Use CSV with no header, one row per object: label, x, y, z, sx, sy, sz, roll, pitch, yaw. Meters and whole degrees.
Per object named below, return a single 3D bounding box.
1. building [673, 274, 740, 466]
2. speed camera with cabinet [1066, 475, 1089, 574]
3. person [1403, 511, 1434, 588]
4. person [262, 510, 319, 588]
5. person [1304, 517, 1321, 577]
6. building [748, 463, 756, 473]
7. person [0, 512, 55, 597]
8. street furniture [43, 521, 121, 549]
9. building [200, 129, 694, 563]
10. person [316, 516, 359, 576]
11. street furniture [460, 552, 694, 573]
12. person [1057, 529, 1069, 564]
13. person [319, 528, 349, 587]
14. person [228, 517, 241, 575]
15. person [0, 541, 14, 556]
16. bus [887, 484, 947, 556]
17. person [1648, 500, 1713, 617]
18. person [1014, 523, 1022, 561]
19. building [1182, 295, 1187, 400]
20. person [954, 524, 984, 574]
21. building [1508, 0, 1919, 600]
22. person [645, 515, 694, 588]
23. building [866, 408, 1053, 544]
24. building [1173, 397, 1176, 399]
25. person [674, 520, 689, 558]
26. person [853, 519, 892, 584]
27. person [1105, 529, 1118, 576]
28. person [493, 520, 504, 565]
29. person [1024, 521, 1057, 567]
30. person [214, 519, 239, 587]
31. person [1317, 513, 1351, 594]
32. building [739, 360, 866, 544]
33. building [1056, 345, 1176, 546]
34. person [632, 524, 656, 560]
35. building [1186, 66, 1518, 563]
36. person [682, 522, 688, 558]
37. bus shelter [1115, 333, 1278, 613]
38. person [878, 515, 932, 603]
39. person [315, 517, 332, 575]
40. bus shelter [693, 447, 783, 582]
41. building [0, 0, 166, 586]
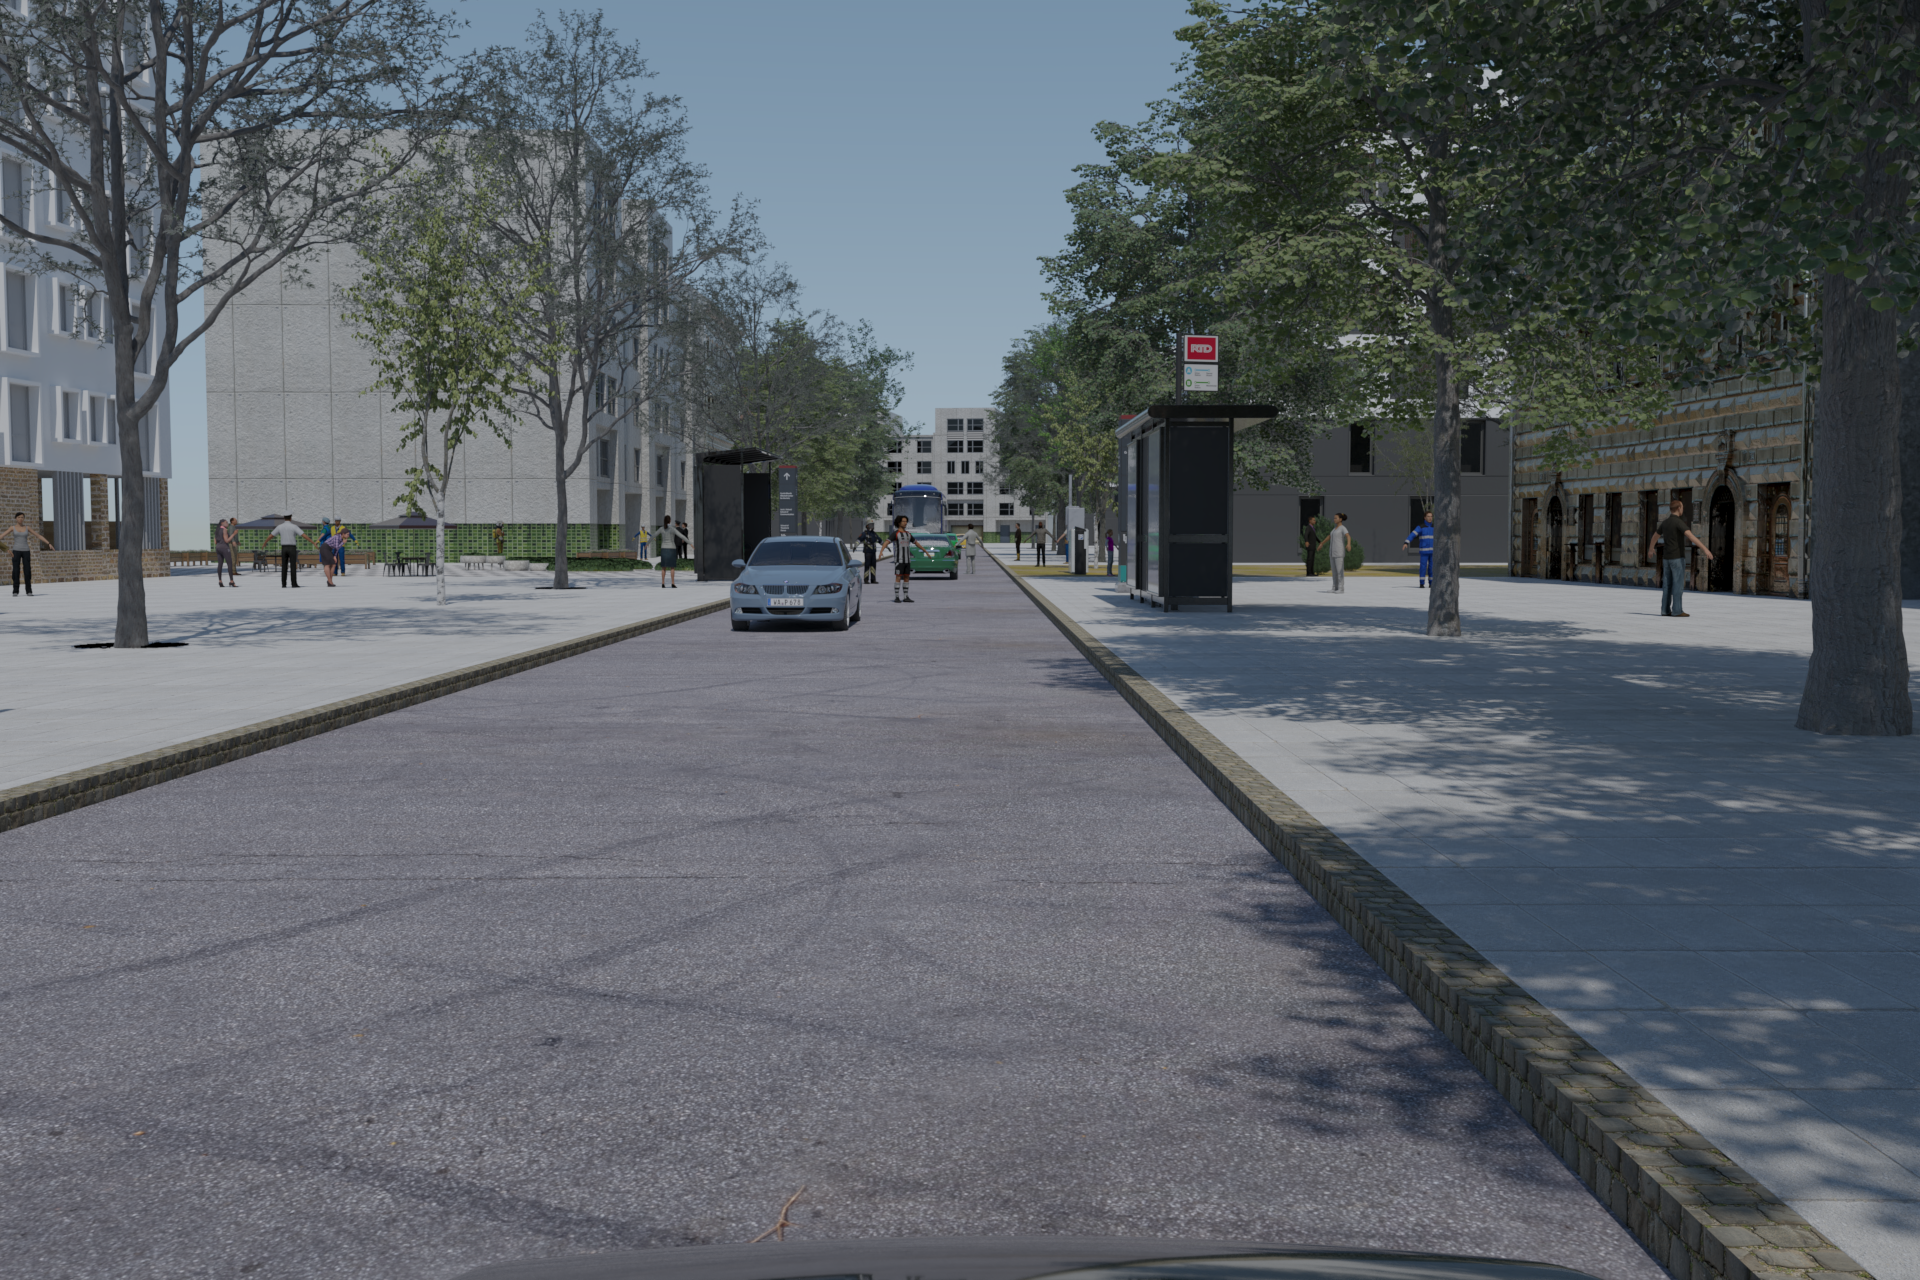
building,-25.882,-17.782,121.672,19.493,23.208,18.063,0,4,0
speed camera with cabinet,3.874,-3.838,57.084,0.660,3.252,2.038,0,4,-1
person,11.086,-2.142,40.998,1.345,1.831,0.704,-1,4,-9
person,-15.994,-2.171,41.291,1.343,1.855,0.704,0,4,-1
person,10.593,-2.807,52.123,0.704,1.802,1.346,2,4,31
building,-25.794,-14.838,184.743,9.099,9.664,28.070,0,4,0
person,-19.270,-1.759,35.572,1.217,1.737,0.721,-2,4,-35
street furniture,-32.447,-3.100,57.538,11.010,1.723,9.812,3,5,40
building,-24.849,-13.778,91.730,16.747,18.905,31.486,0,4,0
person,-18.988,-2.868,52.868,1.349,1.833,0.705,0,4,2
street furniture,-13.042,-2.785,61.165,10.072,0.657,5.734,3,4,37
person,4.653,-4.185,74.282,0.705,1.847,1.347,3,5,44
person,-15.149,-2.000,41.976,0.697,1.427,0.421,-1,4,-9
person,-22.539,-2.908,53.818,0.705,1.796,1.348,-1,4,-16
person,-15.363,-1.235,26.973,0.721,1.736,1.217,2,4,31
bus,-2.027,-5.995,89.563,2.896,3.916,12.251,0,4,0
person,11.103,-1.263,26.861,0.705,1.803,1.348,-1,4,-18
person,2.749,-4.704,83.054,0.704,1.812,1.346,0,4,5
building,21.687,-16.658,128.781,16.016,20.090,11.380,0,4,0
person,0.360,-3.260,61.942,1.347,1.806,0.705,-3,4,-37
building,25.700,-12.919,42.158,19.493,23.208,18.063,0,4,0
person,-6.896,-2.094,41.076,1.217,1.735,0.721,1,4,9
building,-2.374,-23.263,249.261,31.486,18.905,16.747,0,4,7
building,25.137,-20.042,184.101,16.016,20.090,11.380,0,4,0
person,-11.333,-3.885,69.447,0.705,1.837,1.347,3,5,40
person,-2.562,-2.534,49.661,1.354,1.856,0.705,-3,5,-39
person,4.650,-2.669,52.904,0.599,1.433,0.991,2,4,26
person,-19.248,-4.087,72.583,0.705,1.858,1.354,-1,4,-15
person,3.167,-3.776,67.867,1.348,1.813,0.705,1,4,17
person,-17.626,-2.089,41.661,0.593,1.643,0.415,-1,4,-9
person,8.091,-1.874,37.405,0.721,1.739,1.217,-1,4,-21
building,-26.643,-22.997,219.983,27.936,21.610,32.646,0,4,0
building,25.139,-22.001,203.692,27.936,21.610,32.646,0,4,0
person,-15.594,-4.832,85.472,1.216,1.772,0.721,-2,4,-29
building,25.669,-15.193,92.378,27.936,21.610,32.646,0,4,0
person,-12.489,-4.421,78.463,0.705,1.806,1.347,-1,4,-10
bus shelter,4.126,-3.349,32.392,2.179,5.291,8.768,0,3,0
person,-1.189,-1.684,36.129,1.345,1.843,0.704,-3,4,-38
person,-20.174,-2.992,55.046,0.704,1.817,1.347,0,3,0
bus shelter,-6.306,-3.581,49.824,1.731,3.624,6.357,0,4,1
building,-28.597,-11.136,38.501,16.016,20.090,11.380,0,4,-1
